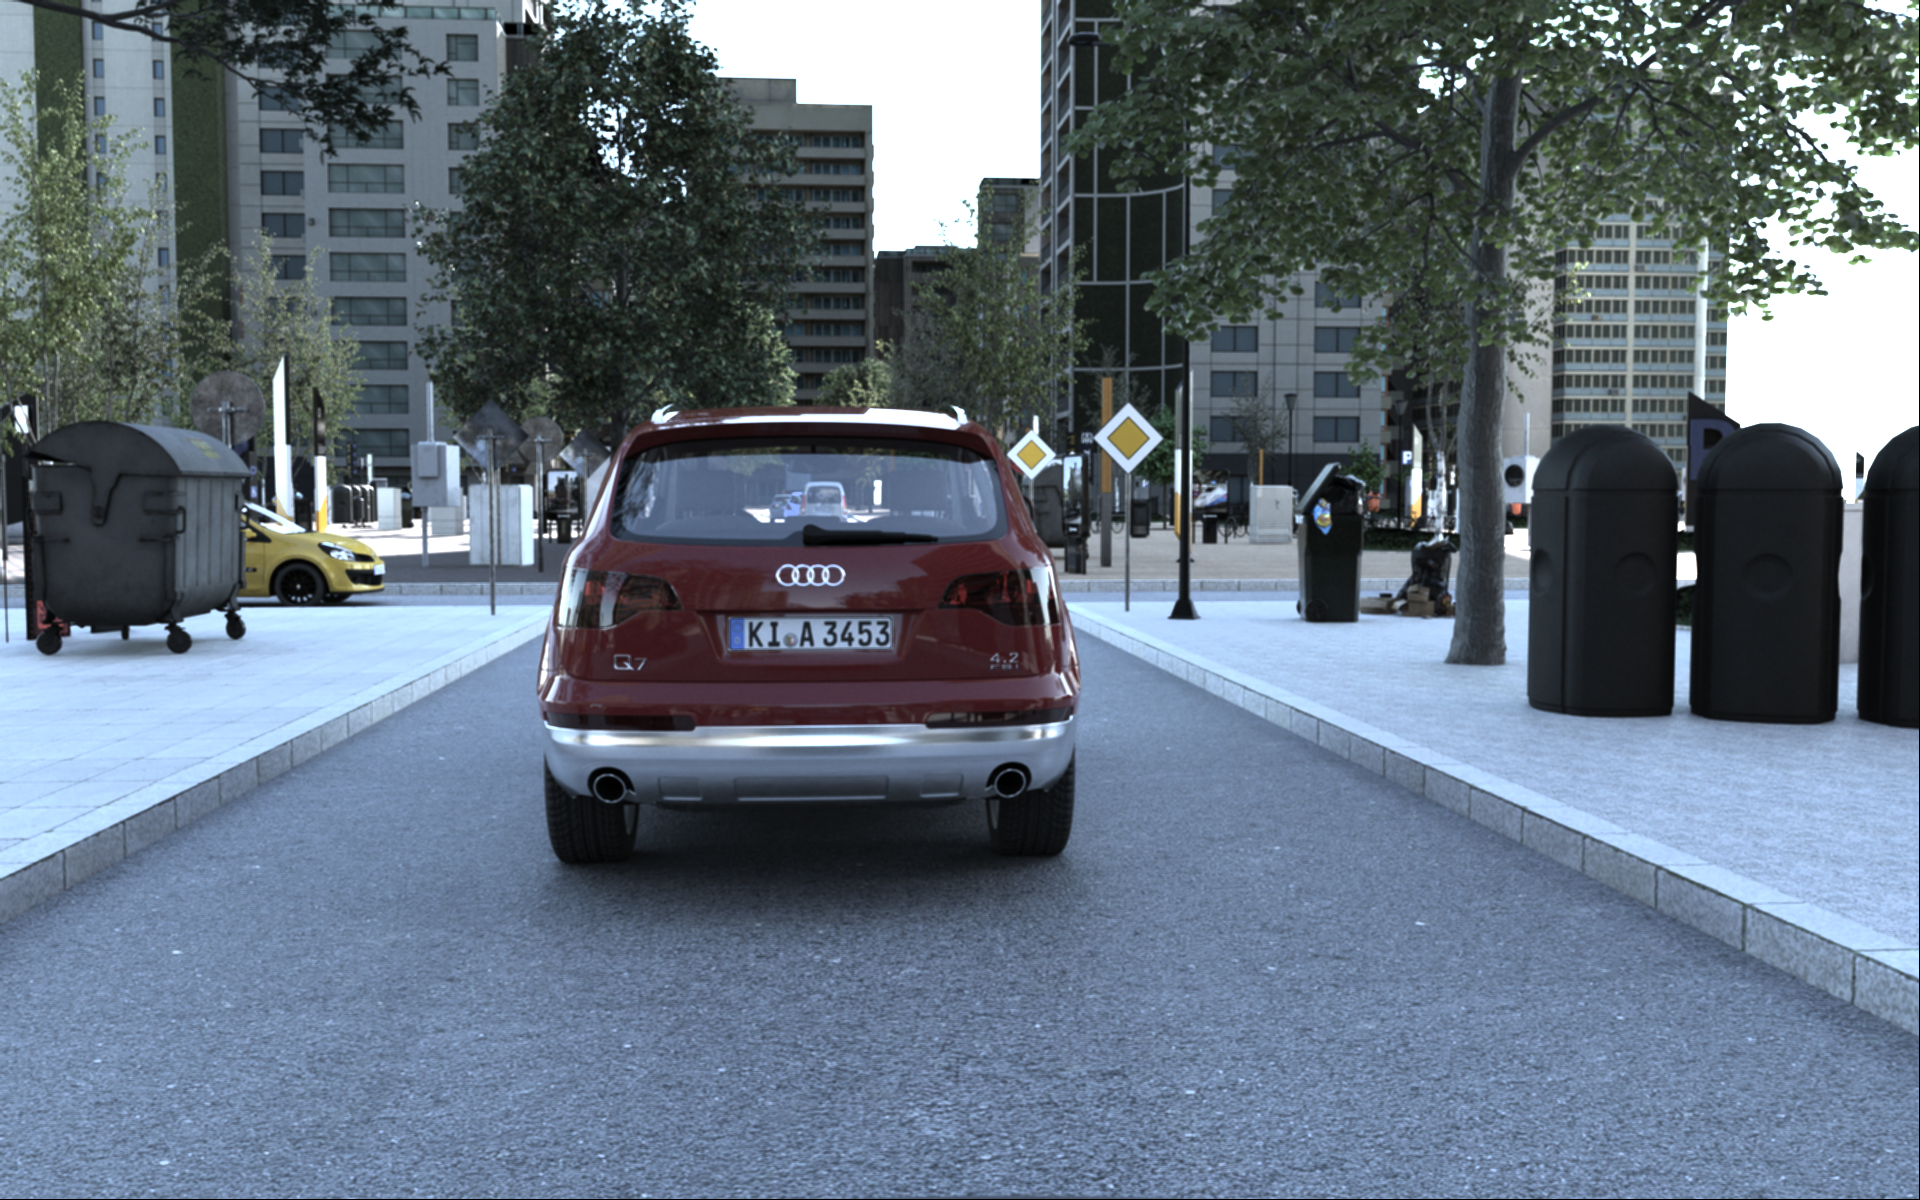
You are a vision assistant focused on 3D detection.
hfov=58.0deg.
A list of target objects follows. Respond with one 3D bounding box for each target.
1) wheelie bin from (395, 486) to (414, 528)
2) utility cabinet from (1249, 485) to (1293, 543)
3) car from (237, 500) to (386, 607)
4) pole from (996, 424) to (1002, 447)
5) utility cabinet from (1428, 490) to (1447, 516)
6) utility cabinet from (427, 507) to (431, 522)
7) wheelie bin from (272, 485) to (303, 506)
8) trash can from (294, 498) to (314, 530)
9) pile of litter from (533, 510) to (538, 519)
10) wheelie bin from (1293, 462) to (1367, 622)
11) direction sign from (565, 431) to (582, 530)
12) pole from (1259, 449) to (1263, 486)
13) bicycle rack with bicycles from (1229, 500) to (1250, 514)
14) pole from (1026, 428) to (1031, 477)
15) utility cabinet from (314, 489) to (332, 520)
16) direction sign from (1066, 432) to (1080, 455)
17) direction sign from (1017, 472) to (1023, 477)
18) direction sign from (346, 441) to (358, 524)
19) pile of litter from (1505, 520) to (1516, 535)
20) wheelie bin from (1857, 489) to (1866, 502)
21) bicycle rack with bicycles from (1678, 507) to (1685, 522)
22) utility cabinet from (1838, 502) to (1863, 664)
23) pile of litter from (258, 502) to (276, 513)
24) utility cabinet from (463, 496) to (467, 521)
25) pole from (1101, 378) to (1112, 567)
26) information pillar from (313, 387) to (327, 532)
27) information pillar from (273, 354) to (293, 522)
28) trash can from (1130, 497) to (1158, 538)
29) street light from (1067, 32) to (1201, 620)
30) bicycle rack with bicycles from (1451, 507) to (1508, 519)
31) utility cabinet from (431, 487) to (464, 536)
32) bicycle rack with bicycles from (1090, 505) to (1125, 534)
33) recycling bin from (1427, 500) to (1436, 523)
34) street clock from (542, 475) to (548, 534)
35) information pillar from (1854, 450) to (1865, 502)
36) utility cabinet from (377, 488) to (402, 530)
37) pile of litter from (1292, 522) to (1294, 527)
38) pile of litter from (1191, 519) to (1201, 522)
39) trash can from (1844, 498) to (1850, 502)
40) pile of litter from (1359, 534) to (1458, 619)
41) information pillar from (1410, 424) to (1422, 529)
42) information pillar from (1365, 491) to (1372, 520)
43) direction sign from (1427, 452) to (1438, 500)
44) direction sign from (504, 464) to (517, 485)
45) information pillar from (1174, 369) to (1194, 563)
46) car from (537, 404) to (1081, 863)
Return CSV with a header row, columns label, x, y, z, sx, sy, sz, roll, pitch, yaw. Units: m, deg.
label,x,y,z,sx,sy,sz,roll,pitch,yaw
wheelie bin,-20.968,-3.498,65.093,0.980,1.594,0.693,2,4,30
utility cabinet,8.035,-2.203,44.690,1.173,1.500,0.318,-2,4,-28
car,-9.456,-0.731,22.180,3.980,1.641,2.015,0,4,-5
pole,1.141,-3.477,50.691,0.158,3.312,0.155,0,3,0
utility cabinet,27.691,-5.628,100.697,1.173,1.500,0.318,0,4,1
utility cabinet,-24.079,-4.182,79.537,0.306,1.237,1.020,3,5,45
wheelie bin,-22.995,-3.143,59.301,0.980,1.594,0.693,-2,4,-31
trash can,-21.509,-2.753,56.658,0.748,1.137,0.748,0,3,0
pile of litter,-21.940,-4.496,87.475,1.719,0.858,1.176,-2,4,-24
wheelie bin,3.763,-0.591,17.578,0.693,1.594,0.980,0,4,3
direction sign,-13.634,-4.274,61.876,0.876,3.537,0.379,0,4,-7
pole,13.664,-5.185,78.624,0.158,3.312,0.155,0,3,0
bicycle rack with bicycles,16.014,-5.109,96.909,2.852,0.926,2.925,-2,4,-24
pole,2.114,-3.656,53.626,0.158,3.312,0.155,0,3,0
utility cabinet,-30.511,-4.561,83.254,0.318,1.500,1.173,1,4,18
direction sign,4.311,-4.359,63.268,0.876,3.537,0.379,1,4,12
direction sign,2.986,-5.455,81.189,0.379,3.537,0.876,-3,5,-40
direction sign,-26.092,-5.038,74.374,0.876,3.537,0.379,3,5,43
pile of litter,16.762,-2.493,54.719,1.719,0.858,1.176,0,4,0
wheelie bin,33.156,-3.378,63.142,0.693,1.594,0.980,0,4,7
bicycle rack with bicycles,35.148,-4.478,86.595,2.925,0.926,2.852,0,4,-1
utility cabinet,6.387,-0.117,13.078,1.020,1.237,0.306,-2,4,-24
pile of litter,-36.722,-4.743,91.507,1.176,0.858,1.719,2,4,34
utility cabinet,-24.090,-4.405,83.181,1.020,1.237,0.306,3,4,38
pole,2.575,-2.240,30.467,0.158,3.312,0.155,0,3,0
information pillar,-14.054,-2.855,38.032,0.183,3.616,0.504,0,4,-1
information pillar,-11.453,-2.322,29.318,0.183,3.616,0.504,-3,5,-43
trash can,5.274,-2.406,50.991,0.748,1.137,0.748,0,3,0
street light,1.777,-2.759,17.656,1.470,5.913,1.316,0,4,-5
bicycle rack with bicycles,23.725,-4.028,79.245,2.852,0.926,2.925,0,4,-1
utility cabinet,-15.615,-2.697,52.767,1.173,1.500,0.318,2,4,35
bicycle rack with bicycles,4.206,-2.646,56.652,2.852,0.926,2.925,3,4,38
recycling bin,20.595,-3.903,76.368,0.722,1.027,0.722,-2,4,-24
street clock,-13.439,-3.142,55.943,0.358,2.002,0.471,-2,4,-25
information pillar,47.210,-6.090,90.930,0.504,3.616,0.183,3,5,41
utility cabinet,-20.009,-3.187,60.781,1.173,1.500,0.318,3,5,44
pile of litter,10.759,-2.727,58.550,1.176,0.858,1.719,3,4,38
pile of litter,10.425,-3.971,78.895,1.176,0.858,1.719,0,4,8
trash can,29.677,-2.873,58.625,0.748,1.137,0.748,0,3,0
pile of litter,4.844,-0.280,18.548,1.176,0.858,1.719,0,4,1
information pillar,15.302,-4.083,58.104,0.504,3.616,0.183,-3,5,-39
information pillar,19.935,-4.901,84.621,0.304,2.012,0.304,1,4,21
direction sign,25.265,-6.146,92.480,0.876,3.537,0.379,-2,4,-33
direction sign,-17.560,-4.629,67.675,0.876,3.537,0.379,3,5,44
information pillar,4.185,-2.510,32.386,0.183,3.616,0.504,3,5,39
car,-0.701,0.021,8.329,2.281,1.827,5.304,0,4,-5
